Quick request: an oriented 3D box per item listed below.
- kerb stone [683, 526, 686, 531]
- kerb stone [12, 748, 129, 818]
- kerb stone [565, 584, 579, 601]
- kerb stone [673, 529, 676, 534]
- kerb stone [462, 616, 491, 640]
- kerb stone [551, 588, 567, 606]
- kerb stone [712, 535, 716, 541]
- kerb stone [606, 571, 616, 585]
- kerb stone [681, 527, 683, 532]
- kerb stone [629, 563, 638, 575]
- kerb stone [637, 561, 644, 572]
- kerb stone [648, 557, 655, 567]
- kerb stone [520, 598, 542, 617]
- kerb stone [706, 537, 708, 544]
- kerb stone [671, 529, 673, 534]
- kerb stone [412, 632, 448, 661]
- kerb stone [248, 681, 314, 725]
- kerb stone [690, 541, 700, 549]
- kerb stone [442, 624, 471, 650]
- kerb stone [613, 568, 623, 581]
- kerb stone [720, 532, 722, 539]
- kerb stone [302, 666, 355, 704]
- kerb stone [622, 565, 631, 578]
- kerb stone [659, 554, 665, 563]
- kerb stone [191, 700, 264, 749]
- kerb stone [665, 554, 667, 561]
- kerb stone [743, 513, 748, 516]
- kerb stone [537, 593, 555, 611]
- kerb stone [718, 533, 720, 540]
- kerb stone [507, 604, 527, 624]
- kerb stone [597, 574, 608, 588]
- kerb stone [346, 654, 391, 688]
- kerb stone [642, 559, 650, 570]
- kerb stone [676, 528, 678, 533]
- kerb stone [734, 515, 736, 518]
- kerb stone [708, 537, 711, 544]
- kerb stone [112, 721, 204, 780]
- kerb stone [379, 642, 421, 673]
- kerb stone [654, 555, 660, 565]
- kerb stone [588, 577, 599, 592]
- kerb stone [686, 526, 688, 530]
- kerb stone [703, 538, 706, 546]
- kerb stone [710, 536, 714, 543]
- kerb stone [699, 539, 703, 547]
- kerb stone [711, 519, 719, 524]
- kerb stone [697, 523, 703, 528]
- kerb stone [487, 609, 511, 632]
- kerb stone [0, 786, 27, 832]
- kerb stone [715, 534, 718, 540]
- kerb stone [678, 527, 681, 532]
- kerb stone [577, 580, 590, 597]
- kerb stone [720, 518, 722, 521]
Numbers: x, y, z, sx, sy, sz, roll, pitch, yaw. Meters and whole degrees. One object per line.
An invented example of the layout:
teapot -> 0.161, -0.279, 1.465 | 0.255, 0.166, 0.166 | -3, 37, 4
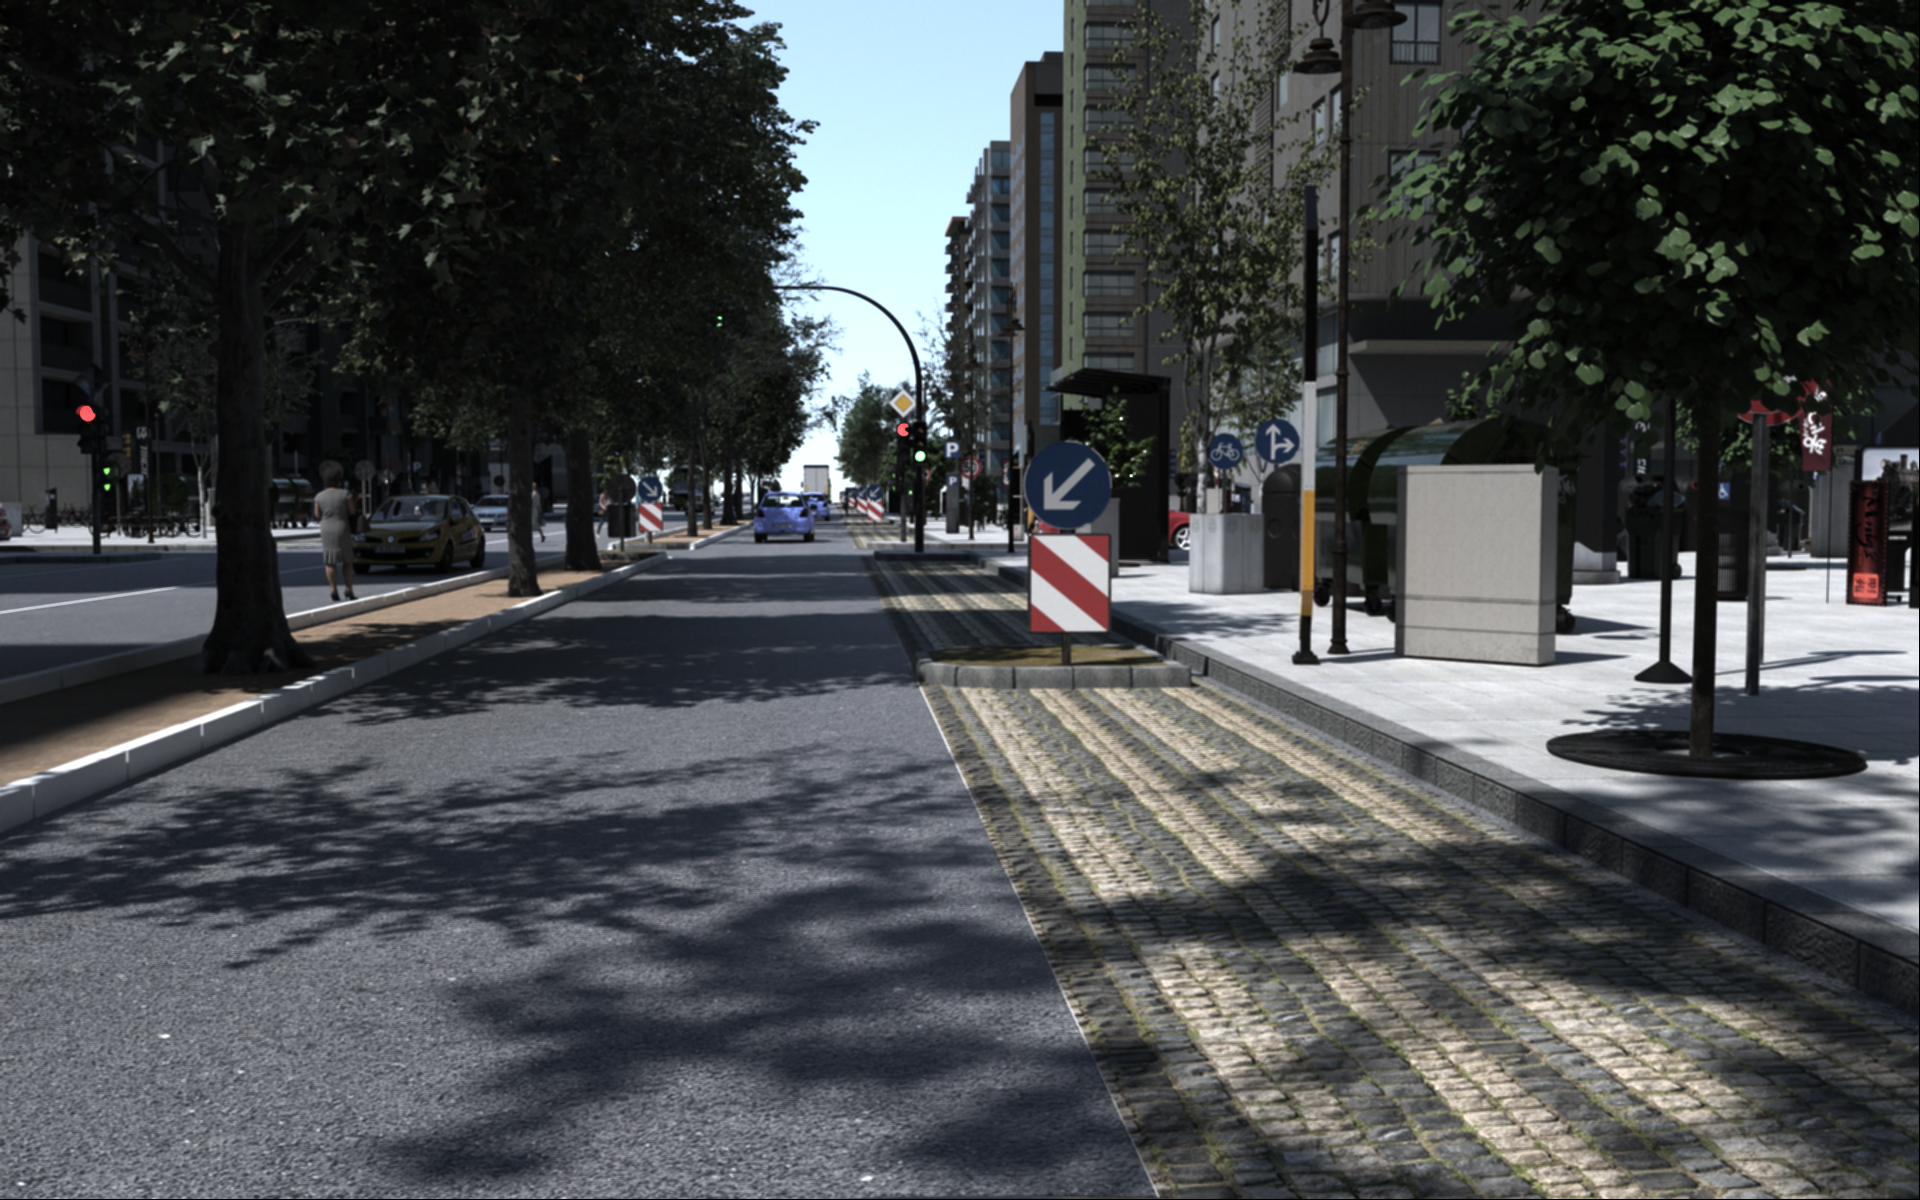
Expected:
kerb stone -> -10.619, -2.664, 65.755 | 0.120, 0.150, 1.000 | 0, 4, -4
kerb stone -> -4.186, 0.859, 8.147 | 0.120, 0.150, 1.000 | 0, 4, -4
kerb stone -> -5.339, -0.080, 23.509 | 0.120, 0.150, 1.000 | 0, 4, -4
kerb stone -> -10.312, -2.408, 61.673 | 0.120, 0.150, 1.000 | 0, 4, -4
kerb stone -> -4.886, 0.296, 17.356 | 0.120, 0.150, 1.000 | 0, 4, -4
kerb stone -> -5.269, -0.018, 22.487 | 0.120, 0.150, 1.000 | 0, 4, -4
kerb stone -> -7.438, -1.801, 51.634 | 0.120, 0.150, 1.000 | 0, 4, -4
kerb stone -> -5.639, -0.328, 27.597 | 0.120, 0.150, 1.000 | 0, 4, -4
kerb stone -> -10.541, -2.601, 64.729 | 0.120, 0.150, 1.000 | 0, 4, -4
kerb stone -> -5.872, -0.518, 30.667 | 0.120, 0.150, 1.000 | 0, 4, -4
kerb stone -> -5.947, -0.576, 31.687 | 0.120, 0.150, 1.000 | 0, 4, -4
kerb stone -> -6.111, -0.706, 33.736 | 0.120, 0.150, 1.000 | 0, 4, -4
kerb stone -> -5.106, 0.109, 20.431 | 0.120, 0.150, 1.000 | 0, 4, -4
kerb stone -> -7.220, -1.612, 48.558 | 0.120, 0.150, 1.000 | 0, 4, -4
kerb stone -> -10.231, -2.352, 60.653 | 0.120, 0.150, 1.000 | 0, 4, -4
kerb stone -> -4.726, 0.421, 15.312 | 0.120, 0.150, 1.000 | 0, 4, -4
kerb stone -> -4.414, 0.671, 11.221 | 0.120, 0.150, 1.000 | 0, 4, -4
kerb stone -> -7.000, -1.421, 45.490 | 0.120, 0.150, 1.000 | 0, 4, -4
kerb stone -> -4.799, 0.363, 16.337 | 0.120, 0.150, 1.000 | 0, 4, -4
kerb stone -> -5.727, -0.393, 28.621 | 0.120, 0.150, 1.000 | 0, 4, -4
kerb stone -> -7.679, -1.988, 54.698 | 0.120, 0.150, 1.000 | 0, 4, -4
kerb stone -> -4.493, 0.609, 12.241 | 0.120, 0.150, 1.000 | 0, 4, -4
kerb stone -> -5.793, -0.455, 29.641 | 0.120, 0.150, 1.000 | 0, 4, -4
kerb stone -> -6.260, -0.828, 35.787 | 0.120, 0.150, 1.000 | 0, 4, -4
kerb stone -> -4.337, 0.738, 10.197 | 0.120, 0.150, 1.000 | 0, 4, -4
kerb stone -> -6.332, -0.894, 36.808 | 0.120, 0.150, 1.000 | 0, 4, -4
kerb stone -> -14.528, -5.857, 117.950 | 0.120, 0.150, 1.000 | 0, 4, -4
kerb stone -> -5.186, 0.045, 21.462 | 0.120, 0.150, 1.000 | 0, 4, -4
kerb stone -> -7.609, -1.925, 53.675 | 0.120, 0.150, 1.000 | 0, 4, -4
kerb stone -> -5.031, 0.176, 19.411 | 0.120, 0.150, 1.000 | 0, 4, -4
kerb stone -> -5.570, -0.267, 26.577 | 0.120, 0.150, 1.000 | 0, 4, -4
kerb stone -> -4.567, 0.551, 13.268 | 0.120, 0.150, 1.000 | 0, 4, -4
kerb stone -> -6.020, -0.640, 32.707 | 0.120, 0.150, 1.000 | 0, 4, -4
kerb stone -> -10.387, -2.477, 62.691 | 0.120, 0.150, 1.000 | 0, 4, -4
kerb stone -> -13.690, -5.167, 106.700 | 0.120, 0.150, 1.000 | 0, 4, -4
kerb stone -> -7.303, -1.670, 49.583 | 0.120, 0.150, 1.000 | 0, 4, -4
kerb stone -> -4.261, 0.797, 9.170 | 0.120, 0.150, 1.000 | 0, 4, -4
kerb stone -> -4.644, 0.485, 14.287 | 0.120, 0.150, 1.000 | 0, 4, -4
kerb stone -> -6.180, -0.769, 34.767 | 0.120, 0.150, 1.000 | 0, 4, -4
kerb stone -> -5.492, -0.203, 25.555 | 0.120, 0.150, 1.000 | 0, 4, -4
kerb stone -> -10.697, -2.727, 66.774 | 0.120, 0.150, 1.000 | 0, 4, -4
kerb stone -> -7.138, -1.550, 47.540 | 0.120, 0.150, 1.000 | 0, 4, -4
kerb stone -> -7.368, -1.737, 50.606 | 0.120, 0.150, 1.000 | 0, 4, -4
kerb stone -> -7.060, -1.485, 46.510 | 0.120, 0.150, 1.000 | 0, 4, -4
kerb stone -> -12.083, -3.852, 85.221 | 0.120, 0.150, 1.000 | 0, 4, -4
kerb stone -> -11.386, -3.290, 76.003 | 0.120, 0.150, 1.000 | 0, 4, -4
kerb stone -> -4.951, 0.236, 18.392 | 0.120, 0.150, 1.000 | 0, 4, -4
kerb stone -> -4.107, 0.922, 7.128 | 0.120, 0.150, 1.000 | 0, 4, -4
kerb stone -> -7.527, -1.863, 52.657 | 0.120, 0.150, 1.000 | 0, 4, -4
kerb stone -> -10.456, -2.539, 63.711 | 0.120, 0.150, 1.000 | 0, 4, -4
kerb stone -> -5.405, -0.143, 24.530 | 0.120, 0.150, 1.000 | 0, 4, -4
kerb stone -> -12.232, -3.979, 87.259 | 0.120, 0.150, 1.000 | 0, 4, -4
